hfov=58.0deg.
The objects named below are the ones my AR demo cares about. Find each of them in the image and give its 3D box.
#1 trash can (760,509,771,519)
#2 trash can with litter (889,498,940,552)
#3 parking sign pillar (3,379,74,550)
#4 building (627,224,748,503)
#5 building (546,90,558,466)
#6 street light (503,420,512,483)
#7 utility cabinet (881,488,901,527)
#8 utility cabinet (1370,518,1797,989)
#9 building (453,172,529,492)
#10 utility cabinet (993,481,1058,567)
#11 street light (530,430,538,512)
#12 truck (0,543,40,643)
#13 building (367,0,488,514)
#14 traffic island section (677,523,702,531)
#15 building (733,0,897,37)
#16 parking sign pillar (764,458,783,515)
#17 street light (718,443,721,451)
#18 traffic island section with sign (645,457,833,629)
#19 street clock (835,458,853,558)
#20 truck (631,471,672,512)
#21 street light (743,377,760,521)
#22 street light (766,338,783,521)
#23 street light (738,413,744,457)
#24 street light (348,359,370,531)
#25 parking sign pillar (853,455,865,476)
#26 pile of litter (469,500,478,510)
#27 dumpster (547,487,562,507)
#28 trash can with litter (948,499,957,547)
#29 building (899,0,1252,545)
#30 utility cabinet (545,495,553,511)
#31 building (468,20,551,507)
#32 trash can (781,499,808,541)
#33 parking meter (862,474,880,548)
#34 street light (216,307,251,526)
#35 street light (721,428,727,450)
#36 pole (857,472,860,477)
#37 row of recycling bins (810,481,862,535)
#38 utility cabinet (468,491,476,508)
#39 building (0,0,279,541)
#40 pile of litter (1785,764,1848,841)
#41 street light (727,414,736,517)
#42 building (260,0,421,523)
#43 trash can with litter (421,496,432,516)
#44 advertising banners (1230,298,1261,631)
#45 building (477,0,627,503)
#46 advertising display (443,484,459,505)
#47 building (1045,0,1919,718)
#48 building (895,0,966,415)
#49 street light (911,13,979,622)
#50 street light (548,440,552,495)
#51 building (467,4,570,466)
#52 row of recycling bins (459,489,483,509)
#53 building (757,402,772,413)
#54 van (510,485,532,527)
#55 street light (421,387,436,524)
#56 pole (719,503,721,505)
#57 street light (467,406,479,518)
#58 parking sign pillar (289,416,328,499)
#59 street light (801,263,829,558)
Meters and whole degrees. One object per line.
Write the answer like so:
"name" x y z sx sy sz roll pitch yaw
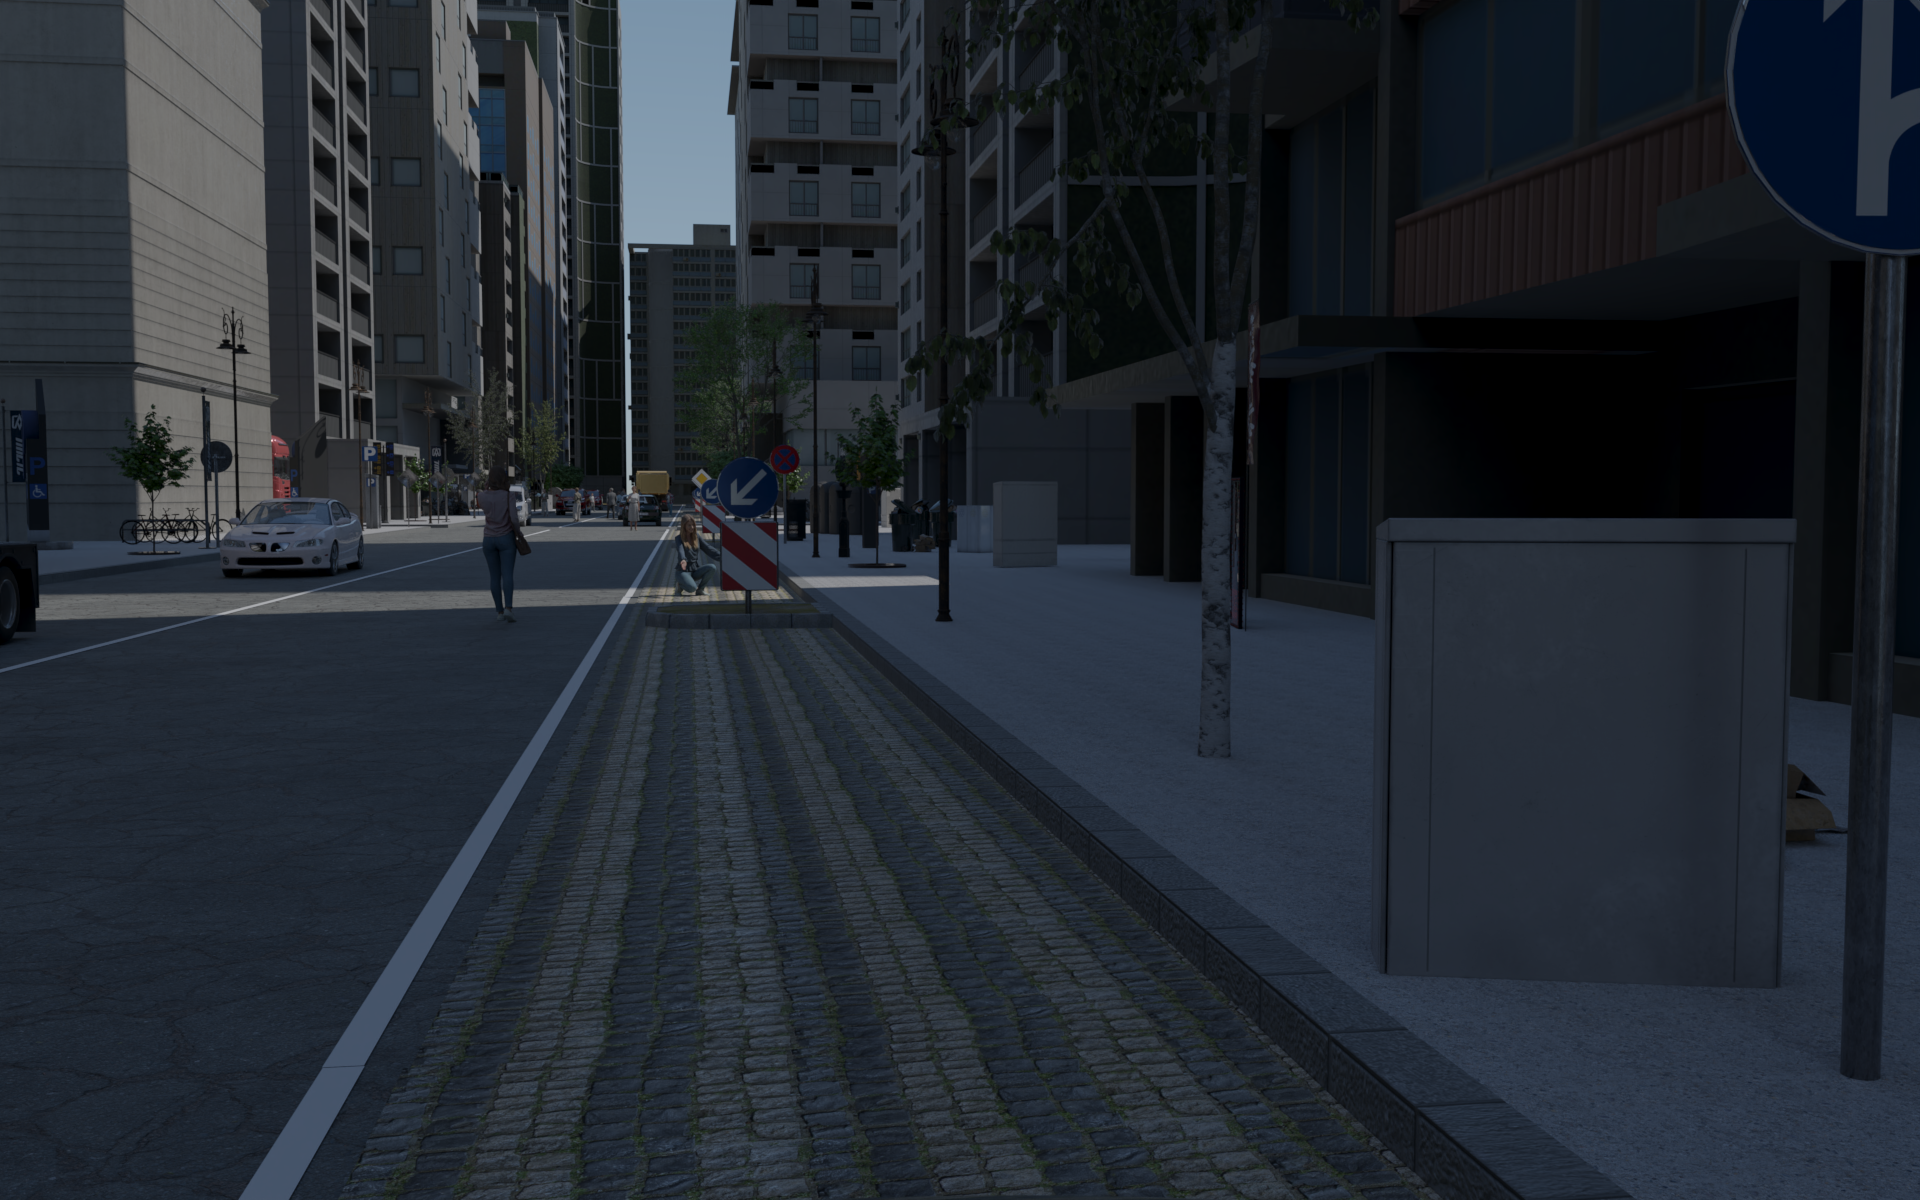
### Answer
"trash can" -10.178 -4.823 90.513 0.748 1.137 0.748 0 3 0
"trash can with litter" -1.044 -1.654 38.429 1.055 1.170 0.624 2 4 24
"parking sign pillar" -21.318 -3.149 39.957 1.447 3.967 1.447 -2 4 -30
"building" -36.032 -34.269 252.182 23.993 40.220 32.217 -1 4 -9
"building" -50.141 -32.544 182.207 14.600 45.320 14.200 -1 4 -9
"street light" -28.198 -8.274 108.068 0.468 5.910 1.993 -1 4 -9
"utility cabinet" -2.473 -3.509 66.043 0.318 1.500 1.173 3 5 43
"utility cabinet" 1.646 0.398 4.662 1.020 1.237 0.306 0 4 8
"building" -46.424 -23.389 154.104 14.160 30.474 14.107 -1 4 -9
"utility cabinet" 1.144 -1.332 30.460 1.173 1.500 0.318 -2 4 -32
"street light" -30.818 -9.328 125.295 0.468 5.910 1.993 -1 4 -9
"truck" -8.712 -1.102 7.779 2.967 4.110 18.799 -1 4 -10
"building" -47.544 -32.277 116.973 28.713 52.752 27.495 -1 4 -9
"traffic island section" -10.183 -2.831 68.571 2.009 0.180 2.903 -1 4 -9
"building" -9.448 -36.384 184.123 28.713 52.752 27.495 -1 4 -9
"parking sign pillar" -11.386 -7.095 104.476 1.447 3.967 1.447 -1 4 -18
"street light" -18.156 -9.785 132.773 0.468 5.910 1.993 -1 4 -9
"traffic island section with sign" -2.478 -0.647 19.205 1.989 1.847 2.006 -1 4 -9
"street clock" -2.346 -1.864 35.048 0.358 2.002 0.471 1 4 14
"truck" -25.791 -9.128 145.161 3.469 3.379 9.791 -1 4 -11
"street light" -8.162 -5.848 68.404 0.468 5.910 1.993 -1 4 -9
"street light" -5.490 -4.806 51.359 0.468 5.910 1.993 -1 4 -9
"street light" -10.139 -6.642 81.378 0.468 5.910 1.993 -1 4 -9
"street light" -20.666 -5.314 59.666 0.468 5.910 1.993 -1 4 -9
"parking sign pillar" -6.169 -7.296 107.763 1.447 3.967 1.447 2 4 25
"pile of litter" -40.021 -7.803 141.537 1.176 0.858 1.719 3 5 42
"dumpster" -34.394 -8.647 147.141 1.264 1.857 1.865 -1 4 -9
"trash can with litter" -0.558 -1.847 41.586 0.624 1.170 1.055 3 5 42
"building" 9.671 -37.257 47.408 20.563 71.187 20.611 -1 4 -9
"utility cabinet" -32.104 -7.570 134.927 0.306 1.237 1.020 1 4 14
"building" -48.276 -31.670 167.915 14.600 45.320 14.200 -1 4 -9
"trash can" -4.517 -2.185 47.382 0.748 1.137 0.748 0 3 0
"parking meter" -2.107 -2.160 41.035 0.399 1.863 0.255 -1 4 -17
"street light" -17.923 -4.286 42.863 0.468 5.910 1.993 -1 4 -9
"street light" -15.547 -8.739 115.664 0.468 5.910 1.993 -1 4 -9
"pole" -4.669 -5.254 79.751 0.158 3.312 0.155 0 3 0
"row of recycling bins" -3.859 -2.960 55.516 1.069 1.692 3.534 -2 4 -28
"utility cabinet" -40.687 -8.272 143.931 1.173 1.500 0.318 3 4 36
"building" -44.908 -16.792 50.969 44.131 29.872 17.030 -1 4 -9
"pile of litter" 2.674 0.460 6.441 1.719 0.858 1.176 -1 4 -10
"street light" -12.873 -7.709 98.823 0.468 5.910 1.993 -1 4 -9
"building" -37.874 -39.453 83.307 20.563 71.187 20.611 -1 4 -9
"trash can with litter" -30.913 -5.393 99.559 1.055 1.170 0.624 1 4 10
"advertising banners" 2.661 -1.248 16.597 0.090 3.025 2.074 0 3 0
"building" -57.850 -49.202 242.711 20.611 71.187 20.563 -1 4 -9
"advertising display" -31.420 -6.219 106.888 0.974 1.923 0.123 0 4 3
"building" 14.132 -22.050 15.150 22.147 44.769 28.867 -1 4 -9
"building" 4.391 -19.470 90.034 14.107 30.474 14.160 -1 4 -9
"street light" -0.161 -2.722 17.297 0.468 5.910 1.993 -1 4 -9
"street light" -33.565 -10.353 142.058 0.468 5.910 1.993 -1 4 -9
"building" -61.681 -40.697 207.390 28.212 58.520 21.231 -1 4 -9
"row of recycling bins" -42.113 -8.541 146.755 3.534 1.692 1.069 0 4 -3
"building" -12.157 -23.943 163.167 14.160 30.474 14.107 -1 4 -9
"van" -20.064 -4.286 77.086 2.013 2.044 4.112 -1 4 -9
"street light" -22.919 -6.239 74.788 0.468 5.910 1.993 -1 4 -9
"pole" -18.770 -8.647 135.220 0.158 3.312 0.155 0 3 0
"street light" -25.699 -7.261 91.505 0.468 5.910 1.993 -1 4 -9
"parking sign pillar" -22.384 -4.345 59.512 1.447 3.967 1.447 2 4 26
"street light" -2.915 -3.797 34.868 0.468 5.910 1.993 -1 4 -9
